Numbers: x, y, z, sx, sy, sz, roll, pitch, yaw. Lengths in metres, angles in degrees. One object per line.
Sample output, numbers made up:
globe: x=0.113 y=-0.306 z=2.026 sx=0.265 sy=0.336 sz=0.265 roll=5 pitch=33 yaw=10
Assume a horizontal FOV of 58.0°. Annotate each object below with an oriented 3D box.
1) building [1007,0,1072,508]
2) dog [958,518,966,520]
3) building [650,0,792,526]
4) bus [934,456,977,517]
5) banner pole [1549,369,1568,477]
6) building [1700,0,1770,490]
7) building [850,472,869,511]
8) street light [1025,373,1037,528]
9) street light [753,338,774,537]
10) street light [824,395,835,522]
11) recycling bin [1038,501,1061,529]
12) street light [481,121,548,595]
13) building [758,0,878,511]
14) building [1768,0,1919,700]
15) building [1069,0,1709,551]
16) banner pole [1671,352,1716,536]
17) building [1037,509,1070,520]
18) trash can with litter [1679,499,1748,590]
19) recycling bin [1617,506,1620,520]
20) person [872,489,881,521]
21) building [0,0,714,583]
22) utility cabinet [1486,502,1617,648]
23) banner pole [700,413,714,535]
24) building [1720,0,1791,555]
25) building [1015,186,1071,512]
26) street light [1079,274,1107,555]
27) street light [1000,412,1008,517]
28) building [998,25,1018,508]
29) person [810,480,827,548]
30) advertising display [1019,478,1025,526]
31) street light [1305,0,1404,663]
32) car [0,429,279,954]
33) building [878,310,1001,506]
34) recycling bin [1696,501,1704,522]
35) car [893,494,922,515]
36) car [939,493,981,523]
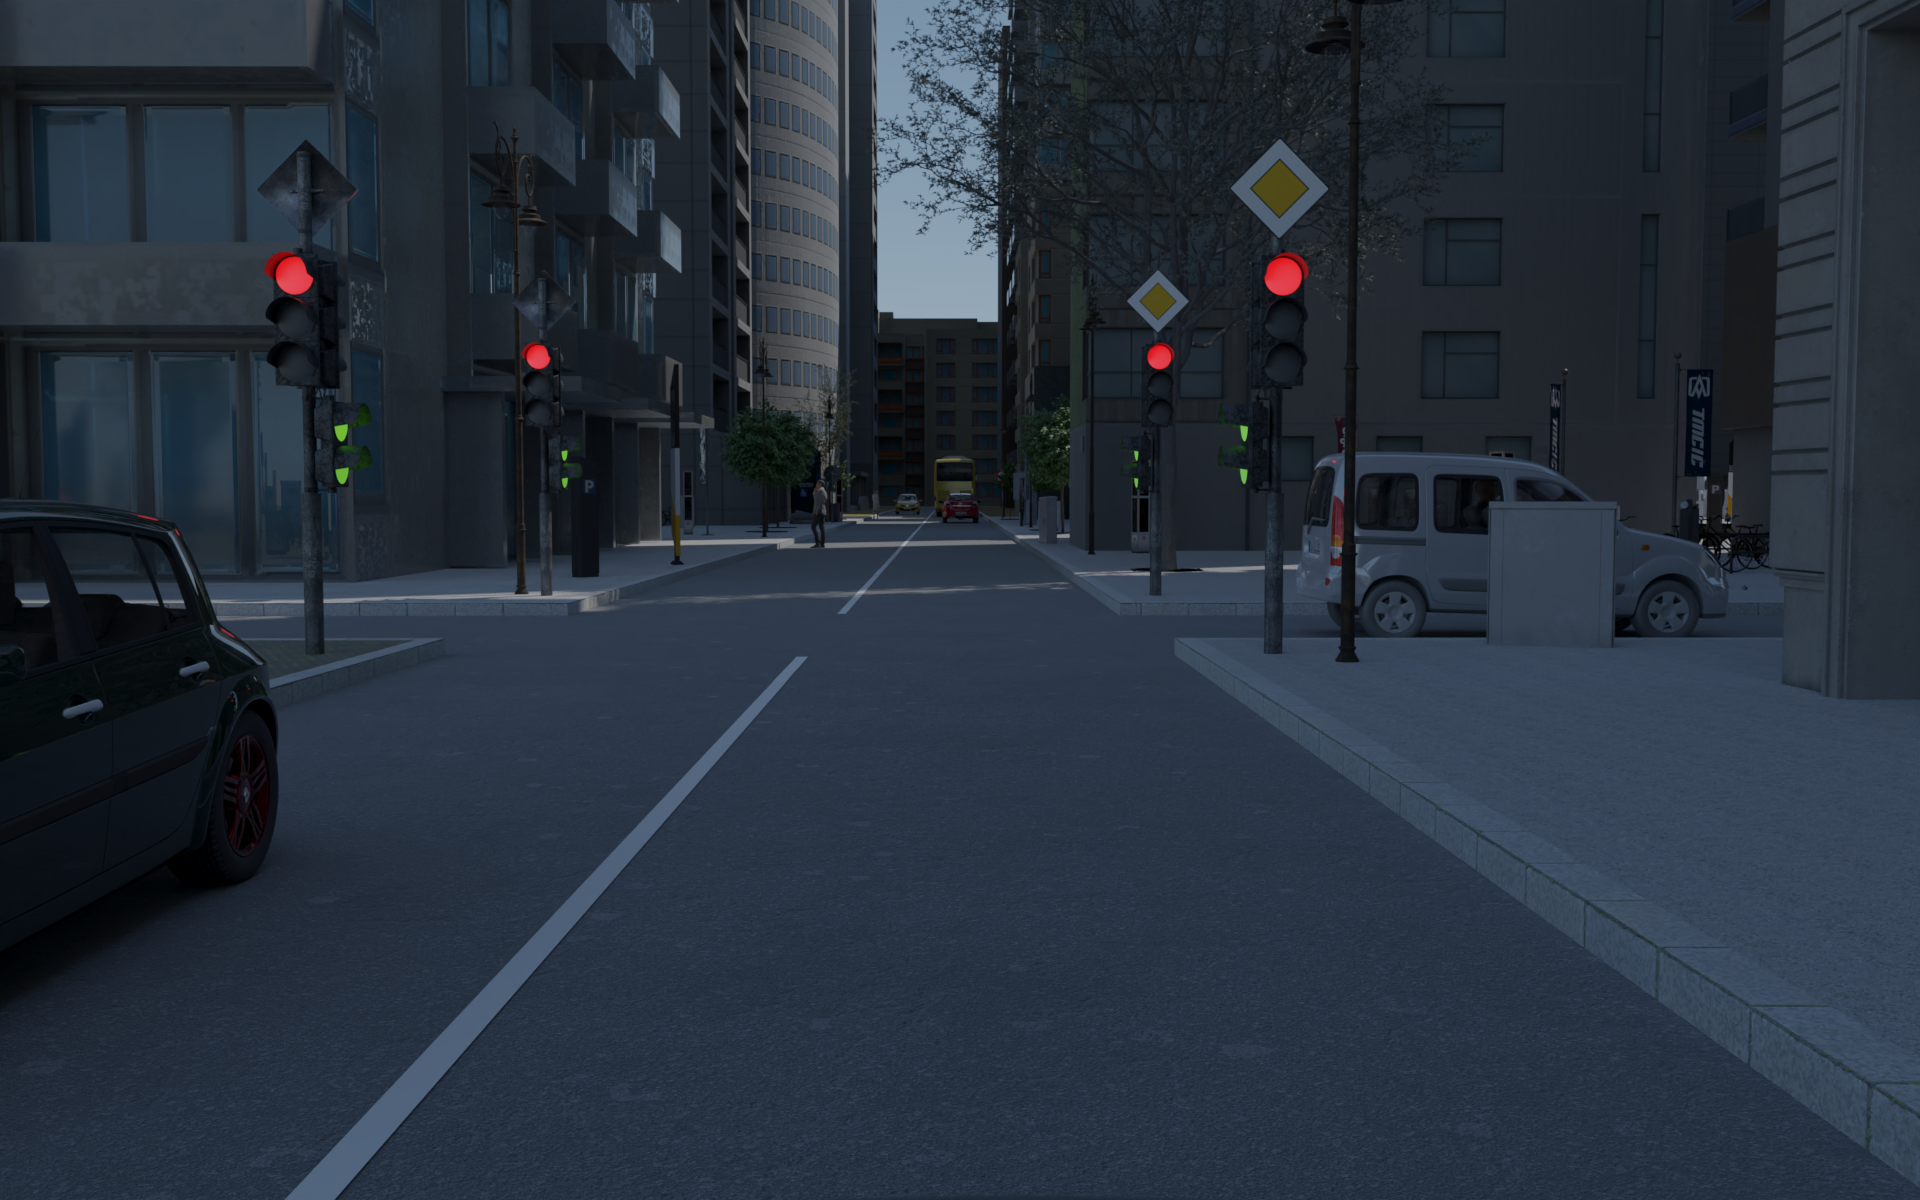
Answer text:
building: x=15.222 y=-31.926 z=141.595 sx=23.786 sy=49.044 sz=30.456 roll=0 pitch=4 yaw=0
dog: x=0.130 y=-4.638 z=96.030 sx=0.550 sy=0.427 sz=0.748 roll=1 pitch=4 yaw=9
building: x=-18.134 y=-39.148 z=78.322 sx=20.563 sy=71.187 sz=20.611 roll=0 pitch=4 yaw=0
bus: x=-0.298 y=-7.336 z=111.494 sx=2.896 sy=3.916 sz=12.252 roll=0 pitch=4 yaw=0
banner pole: x=11.942 y=-2.727 z=34.596 sx=0.401 sy=3.779 sz=0.863 roll=3 pitch=5 yaw=44
building: x=67.503 y=-44.187 z=160.707 sx=20.611 sy=71.187 sz=20.563 roll=0 pitch=4 yaw=0
building: x=-23.695 y=-27.228 z=137.052 sx=32.217 sy=40.220 sz=23.993 roll=0 pitch=4 yaw=0
street light: x=2.707 y=-5.700 z=65.982 sx=0.468 sy=5.910 sz=1.993 roll=0 pitch=4 yaw=0
street light: x=-5.826 y=-4.810 z=51.426 sx=0.468 sy=5.910 sz=1.993 roll=0 pitch=4 yaw=0
street light: x=-6.077 y=-6.609 z=80.850 sx=0.468 sy=5.910 sz=1.993 roll=0 pitch=4 yaw=0
recycling bin: x=3.251 y=-3.082 z=62.938 sx=0.722 sy=1.027 sz=0.722 roll=1 pitch=4 yaw=11
street light: x=-5.614 y=-3.010 z=22.001 sx=0.468 sy=5.910 sz=1.993 roll=0 pitch=4 yaw=0
building: x=-21.839 y=-37.816 z=160.290 sx=28.212 sy=58.520 sz=21.231 roll=0 pitch=4 yaw=0
building: x=10.564 y=-10.102 z=1.332 sx=11.583 sy=22.565 sz=21.152 roll=0 pitch=4 yaw=0
building: x=9.808 y=-22.091 z=44.781 sx=14.154 sy=41.232 sz=14.086 roll=0 pitch=4 yaw=0
banner pole: x=12.862 y=-2.481 z=30.576 sx=0.863 sy=3.779 sz=0.401 roll=0 pitch=4 yaw=1
building: x=14.906 y=-46.916 z=79.752 sx=22.319 sy=86.520 sz=31.000 roll=0 pitch=4 yaw=0
trash can with litter: x=9.711 y=-0.749 z=23.299 sx=1.678 sy=1.210 sz=2.233 roll=1 pitch=4 yaw=19
recycling bin: x=34.224 y=-4.694 z=89.305 sx=0.722 sy=1.027 sz=0.722 roll=1 pitch=4 yaw=12
person: x=-4.525 y=-5.156 z=93.555 sx=0.466 sy=1.731 sz=0.760 roll=0 pitch=4 yaw=6
building: x=-18.364 y=-25.480 z=36.214 sx=23.786 sy=49.044 sz=30.456 roll=0 pitch=4 yaw=0
utility cabinet: x=5.012 y=-0.215 z=14.684 sx=1.020 sy=1.237 sz=0.306 roll=1 pitch=4 yaw=19
banner pole: x=-7.964 y=-3.912 z=53.985 sx=0.401 sy=3.779 sz=0.863 roll=-2 pitch=4 yaw=-29
building: x=23.674 y=-23.211 z=29.616 sx=14.200 sy=45.320 sz=14.600 roll=0 pitch=4 yaw=0
building: x=17.953 y=-16.333 z=112.088 sx=27.650 sy=21.520 sz=28.899 roll=0 pitch=4 yaw=0
street light: x=2.789 y=-3.900 z=36.557 sx=0.468 sy=5.910 sz=1.993 roll=0 pitch=4 yaw=0
street light: x=2.435 y=-7.534 z=95.975 sx=0.468 sy=5.910 sz=1.993 roll=0 pitch=4 yaw=0
building: x=10.671 y=-31.429 z=163.969 sx=14.600 sy=45.320 sz=14.200 roll=0 pitch=4 yaw=0
person: x=-3.770 y=-2.292 z=46.150 sx=0.473 sy=1.802 sz=0.592 roll=1 pitch=4 yaw=22
advertising display: x=2.463 y=-3.896 z=68.907 sx=0.123 sy=1.923 sz=0.974 roll=0 pitch=4 yaw=7
street light: x=2.966 y=-2.465 z=13.088 sx=0.468 sy=5.910 sz=1.993 roll=0 pitch=4 yaw=0
car: x=-3.435 y=0.293 z=5.000 sx=2.009 sy=1.686 sz=4.222 roll=0 pitch=4 yaw=-1
building: x=-9.267 y=-21.419 z=195.242 sx=28.899 sy=21.520 sz=27.650 roll=0 pitch=4 yaw=0
recycling bin: x=27.158 y=-3.177 z=64.500 sx=0.722 sy=1.027 sz=0.722 roll=-2 pitch=4 yaw=-28
car: x=-3.675 y=-6.829 z=121.872 sx=2.015 sy=1.641 sz=3.980 roll=0 pitch=4 yaw=-1
car: x=0.007 y=-4.750 z=86.705 sx=2.155 sy=1.783 sz=4.494 roll=0 pitch=4 yaw=-1
